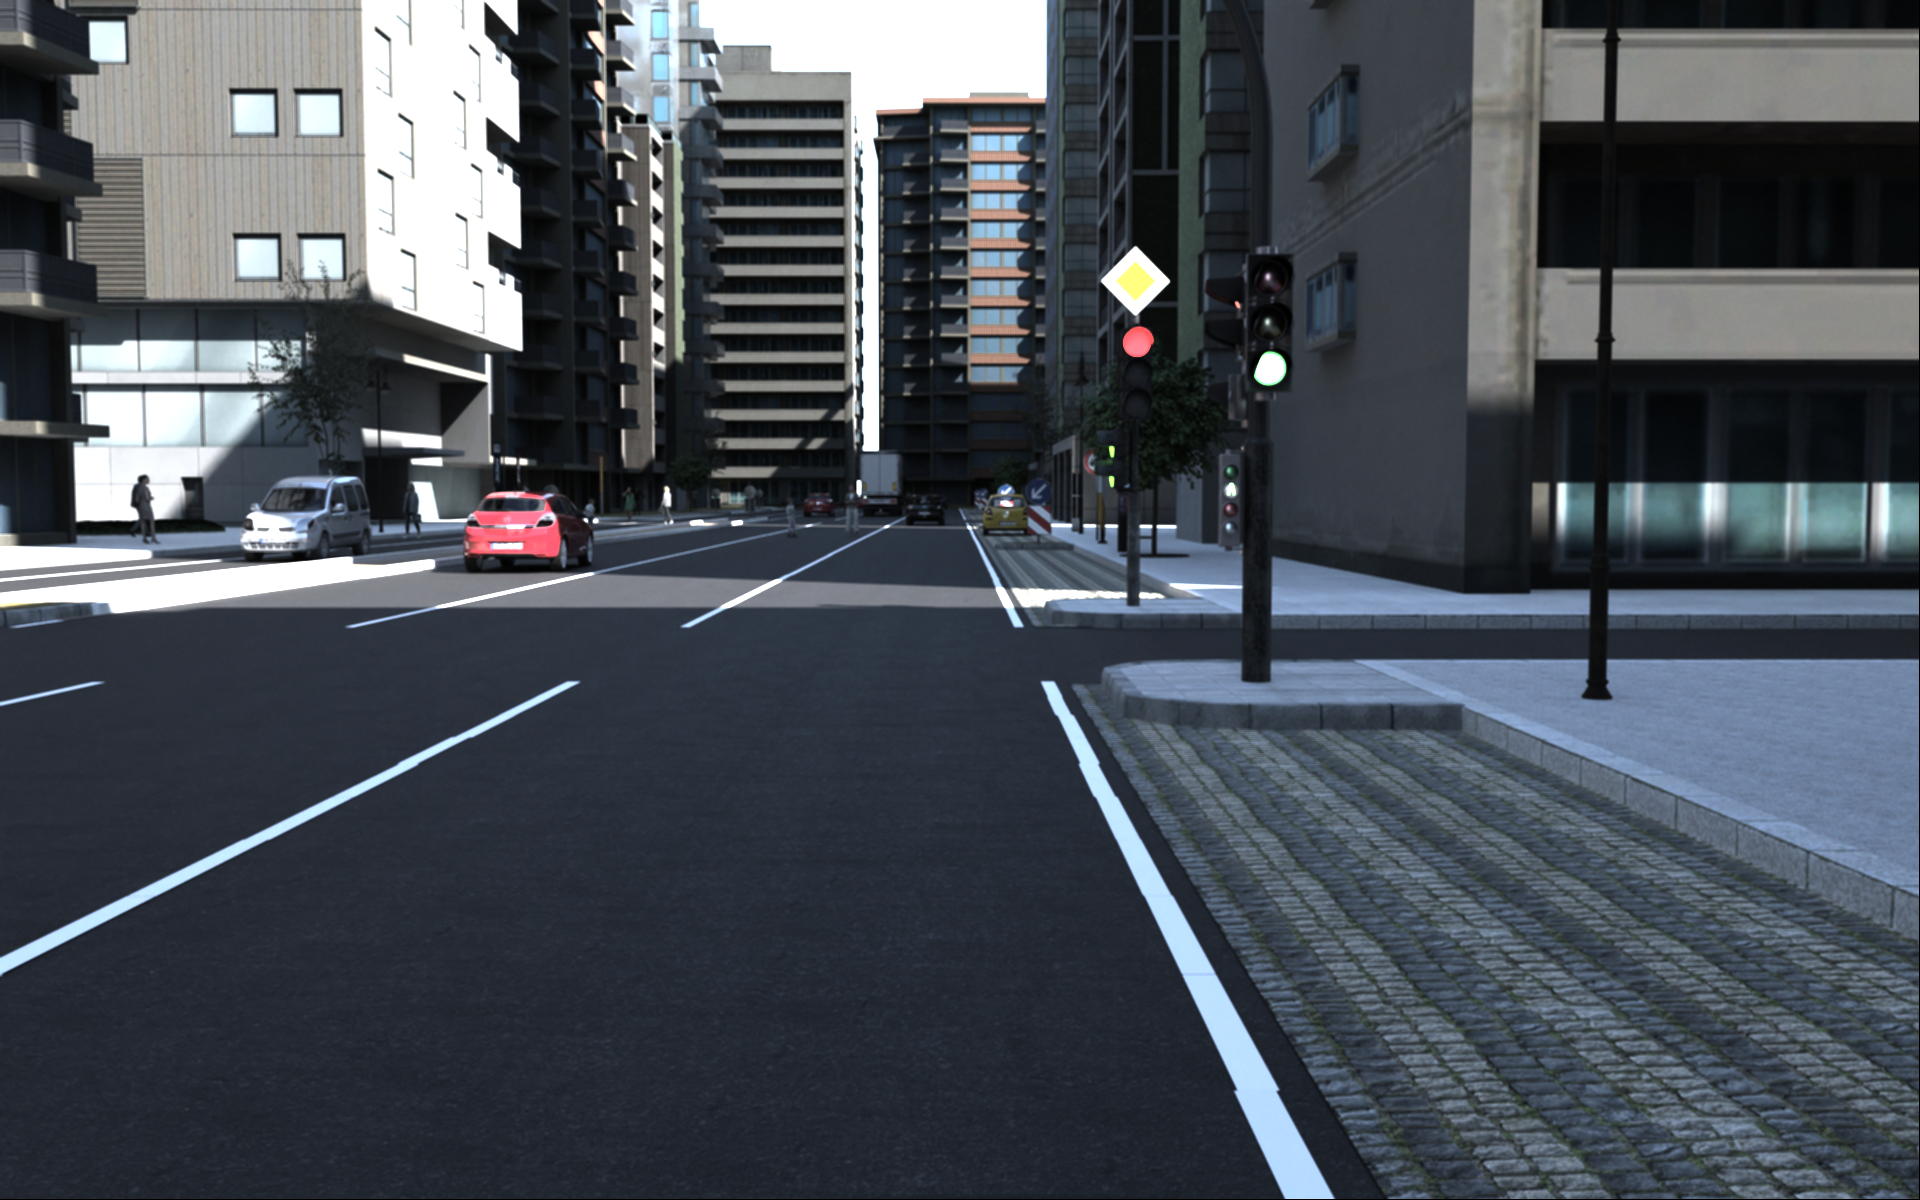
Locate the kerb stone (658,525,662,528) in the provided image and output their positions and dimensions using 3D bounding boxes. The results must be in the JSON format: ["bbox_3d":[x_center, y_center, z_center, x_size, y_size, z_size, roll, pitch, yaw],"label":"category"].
[{"bbox_3d":[-12.495,-2.993,71.141,0.120,0.150,1.000,0,4,0],"label":"kerb stone"}]

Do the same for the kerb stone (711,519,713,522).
[{"bbox_3d":[-12.575,-3.932,86.511,0.120,0.150,1.000,0,4,0],"label":"kerb stone"}]

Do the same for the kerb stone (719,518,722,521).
[{"bbox_3d":[-12.582,-4.118,89.584,0.120,0.150,1.000,0,4,0],"label":"kerb stone"}]

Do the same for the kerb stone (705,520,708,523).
[{"bbox_3d":[-12.551,-3.808,84.459,0.120,0.150,1.000,0,4,0],"label":"kerb stone"}]

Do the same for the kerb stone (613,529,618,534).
[{"bbox_3d":[-12.460,-2.430,61.920,0.120,0.150,1.000,0,4,0],"label":"kerb stone"}]

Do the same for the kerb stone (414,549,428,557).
[{"bbox_3d":[-12.359,-1.047,39.359,0.120,0.150,1.000,0,4,0],"label":"kerb stone"}]

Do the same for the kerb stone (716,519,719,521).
[{"bbox_3d":[-12.567,-4.059,88.556,0.120,0.150,1.000,0,4,0],"label":"kerb stone"}]

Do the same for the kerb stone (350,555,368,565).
[{"bbox_3d":[-12.333,-0.799,35.263,0.120,0.150,1.000,0,4,0],"label":"kerb stone"}]

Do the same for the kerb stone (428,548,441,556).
[{"bbox_3d":[-12.363,-1.113,40.390,0.120,0.150,1.000,0,4,0],"label":"kerb stone"}]

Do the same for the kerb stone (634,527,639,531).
[{"bbox_3d":[-12.476,-2.681,66.026,0.120,0.150,1.000,0,4,0],"label":"kerb stone"}]

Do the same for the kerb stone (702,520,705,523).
[{"bbox_3d":[-12.555,-3.746,83.437,0.120,0.150,1.000,0,4,0],"label":"kerb stone"}]

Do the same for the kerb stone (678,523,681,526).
[{"bbox_3d":[-12.514,-3.304,76.265,0.120,0.150,1.000,0,4,0],"label":"kerb stone"}]

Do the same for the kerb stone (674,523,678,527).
[{"bbox_3d":[-12.513,-3.243,75.237,0.120,0.150,1.000,0,4,0],"label":"kerb stone"}]

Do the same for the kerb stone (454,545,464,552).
[{"bbox_3d":[-12.373,-1.239,42.447,0.120,0.150,1.000,0,4,0],"label":"kerb stone"}]

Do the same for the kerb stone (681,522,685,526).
[{"bbox_3d":[-12.531,-3.370,77.289,0.120,0.150,1.000,0,4,0],"label":"kerb stone"}]

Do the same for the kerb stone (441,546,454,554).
[{"bbox_3d":[-12.375,-1.176,41.425,0.120,0.150,1.000,0,4,0],"label":"kerb stone"}]

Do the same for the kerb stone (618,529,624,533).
[{"bbox_3d":[-12.452,-2.492,62.947,0.120,0.150,1.000,0,4,0],"label":"kerb stone"}]

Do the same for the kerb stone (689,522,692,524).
[{"bbox_3d":[-12.535,-3.495,79.341,0.120,0.150,1.000,0,4,0],"label":"kerb stone"}]

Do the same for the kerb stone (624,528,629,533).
[{"bbox_3d":[-12.476,-2.556,63.981,0.120,0.150,1.000,0,4,0],"label":"kerb stone"}]

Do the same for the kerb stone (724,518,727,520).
[{"bbox_3d":[-12.590,-4.247,91.640,0.120,0.150,1.000,0,4,0],"label":"kerb stone"}]

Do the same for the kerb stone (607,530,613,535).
[{"bbox_3d":[-12.455,-2.367,60.898,0.120,0.150,1.000,0,4,0],"label":"kerb stone"}]

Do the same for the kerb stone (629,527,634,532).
[{"bbox_3d":[-12.464,-2.618,65.004,0.120,0.150,1.000,0,4,0],"label":"kerb stone"}]

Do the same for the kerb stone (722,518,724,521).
[{"bbox_3d":[-12.585,-4.182,90.617,0.120,0.150,1.000,0,4,0],"label":"kerb stone"}]

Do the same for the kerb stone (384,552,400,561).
[{"bbox_3d":[-12.345,-0.924,37.313,0.120,0.150,1.000,0,4,0],"label":"kerb stone"}]

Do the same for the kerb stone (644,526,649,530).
[{"bbox_3d":[-12.482,-2.805,68.074,0.120,0.150,1.000,0,4,0],"label":"kerb stone"}]

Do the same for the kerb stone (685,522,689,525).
[{"bbox_3d":[-12.526,-3.432,78.314,0.120,0.150,1.000,0,4,0],"label":"kerb stone"}]

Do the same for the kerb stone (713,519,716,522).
[{"bbox_3d":[-12.568,-3.988,87.534,0.120,0.150,1.000,0,4,0],"label":"kerb stone"}]

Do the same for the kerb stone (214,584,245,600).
[{"bbox_3d":[-10.192,-0.108,23.966,0.120,0.150,1.000,0,4,0],"label":"kerb stone"}]

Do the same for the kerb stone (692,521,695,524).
[{"bbox_3d":[-12.536,-3.558,80.363,0.120,0.150,1.000,0,4,0],"label":"kerb stone"}]

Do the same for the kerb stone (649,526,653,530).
[{"bbox_3d":[-12.489,-2.869,69.096,0.120,0.150,1.000,0,4,0],"label":"kerb stone"}]

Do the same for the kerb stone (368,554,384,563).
[{"bbox_3d":[-12.344,-0.862,36.285,0.120,0.150,1.000,0,4,0],"label":"kerb stone"}]

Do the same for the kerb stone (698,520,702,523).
[{"bbox_3d":[-12.546,-3.683,82.414,0.120,0.150,1.000,0,4,0],"label":"kerb stone"}]

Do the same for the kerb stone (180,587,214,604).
[{"bbox_3d":[-10.182,-0.045,22.935,0.120,0.150,1.000,0,4,0],"label":"kerb stone"}]

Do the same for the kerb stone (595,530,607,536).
[{"bbox_3d":[-12.448,-2.305,59.876,0.120,0.150,1.000,0,4,0],"label":"kerb stone"}]

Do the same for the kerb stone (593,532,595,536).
[{"bbox_3d":[-12.436,-2.180,57.831,0.120,0.150,1.000,0,4,0],"label":"kerb stone"}]

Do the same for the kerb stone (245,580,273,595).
[{"bbox_3d":[-10.200,-0.171,24.988,0.120,0.150,1.000,0,4,0],"label":"kerb stone"}]

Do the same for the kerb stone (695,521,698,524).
[{"bbox_3d":[-12.548,-3.614,81.386,0.120,0.150,1.000,0,4,0],"label":"kerb stone"}]

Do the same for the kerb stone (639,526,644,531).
[{"bbox_3d":[-12.478,-2.739,67.052,0.120,0.150,1.000,0,4,0],"label":"kerb stone"}]

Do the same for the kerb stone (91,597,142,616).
[{"bbox_3d":[-10.187,0.080,20.880,0.120,0.150,1.000,0,4,0],"label":"kerb stone"}]

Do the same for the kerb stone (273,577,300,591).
[{"bbox_3d":[-10.198,-0.234,26.024,0.120,0.150,1.000,0,4,0],"label":"kerb stone"}]

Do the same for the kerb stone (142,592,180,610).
[{"bbox_3d":[-10.179,0.020,21.903,0.120,0.150,1.000,0,4,0],"label":"kerb stone"}]

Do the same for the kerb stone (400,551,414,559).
[{"bbox_3d":[-12.355,-0.987,38.336,0.120,0.150,1.000,0,4,0],"label":"kerb stone"}]

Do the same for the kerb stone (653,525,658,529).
[{"bbox_3d":[-12.493,-2.931,70.118,0.120,0.150,1.000,0,4,0],"label":"kerb stone"}]

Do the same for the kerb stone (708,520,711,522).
[{"bbox_3d":[-12.561,-3.871,85.482,0.120,0.150,1.000,0,4,0],"label":"kerb stone"}]

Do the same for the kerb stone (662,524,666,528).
[{"bbox_3d":[-12.507,-3.056,72.169,0.120,0.150,1.000,0,4,0],"label":"kerb stone"}]

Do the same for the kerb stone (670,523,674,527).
[{"bbox_3d":[-12.507,-3.181,74.215,0.120,0.150,1.000,0,4,0],"label":"kerb stone"}]

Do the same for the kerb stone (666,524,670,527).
[{"bbox_3d":[-12.508,-3.119,73.193,0.120,0.150,1.000,0,4,0],"label":"kerb stone"}]
